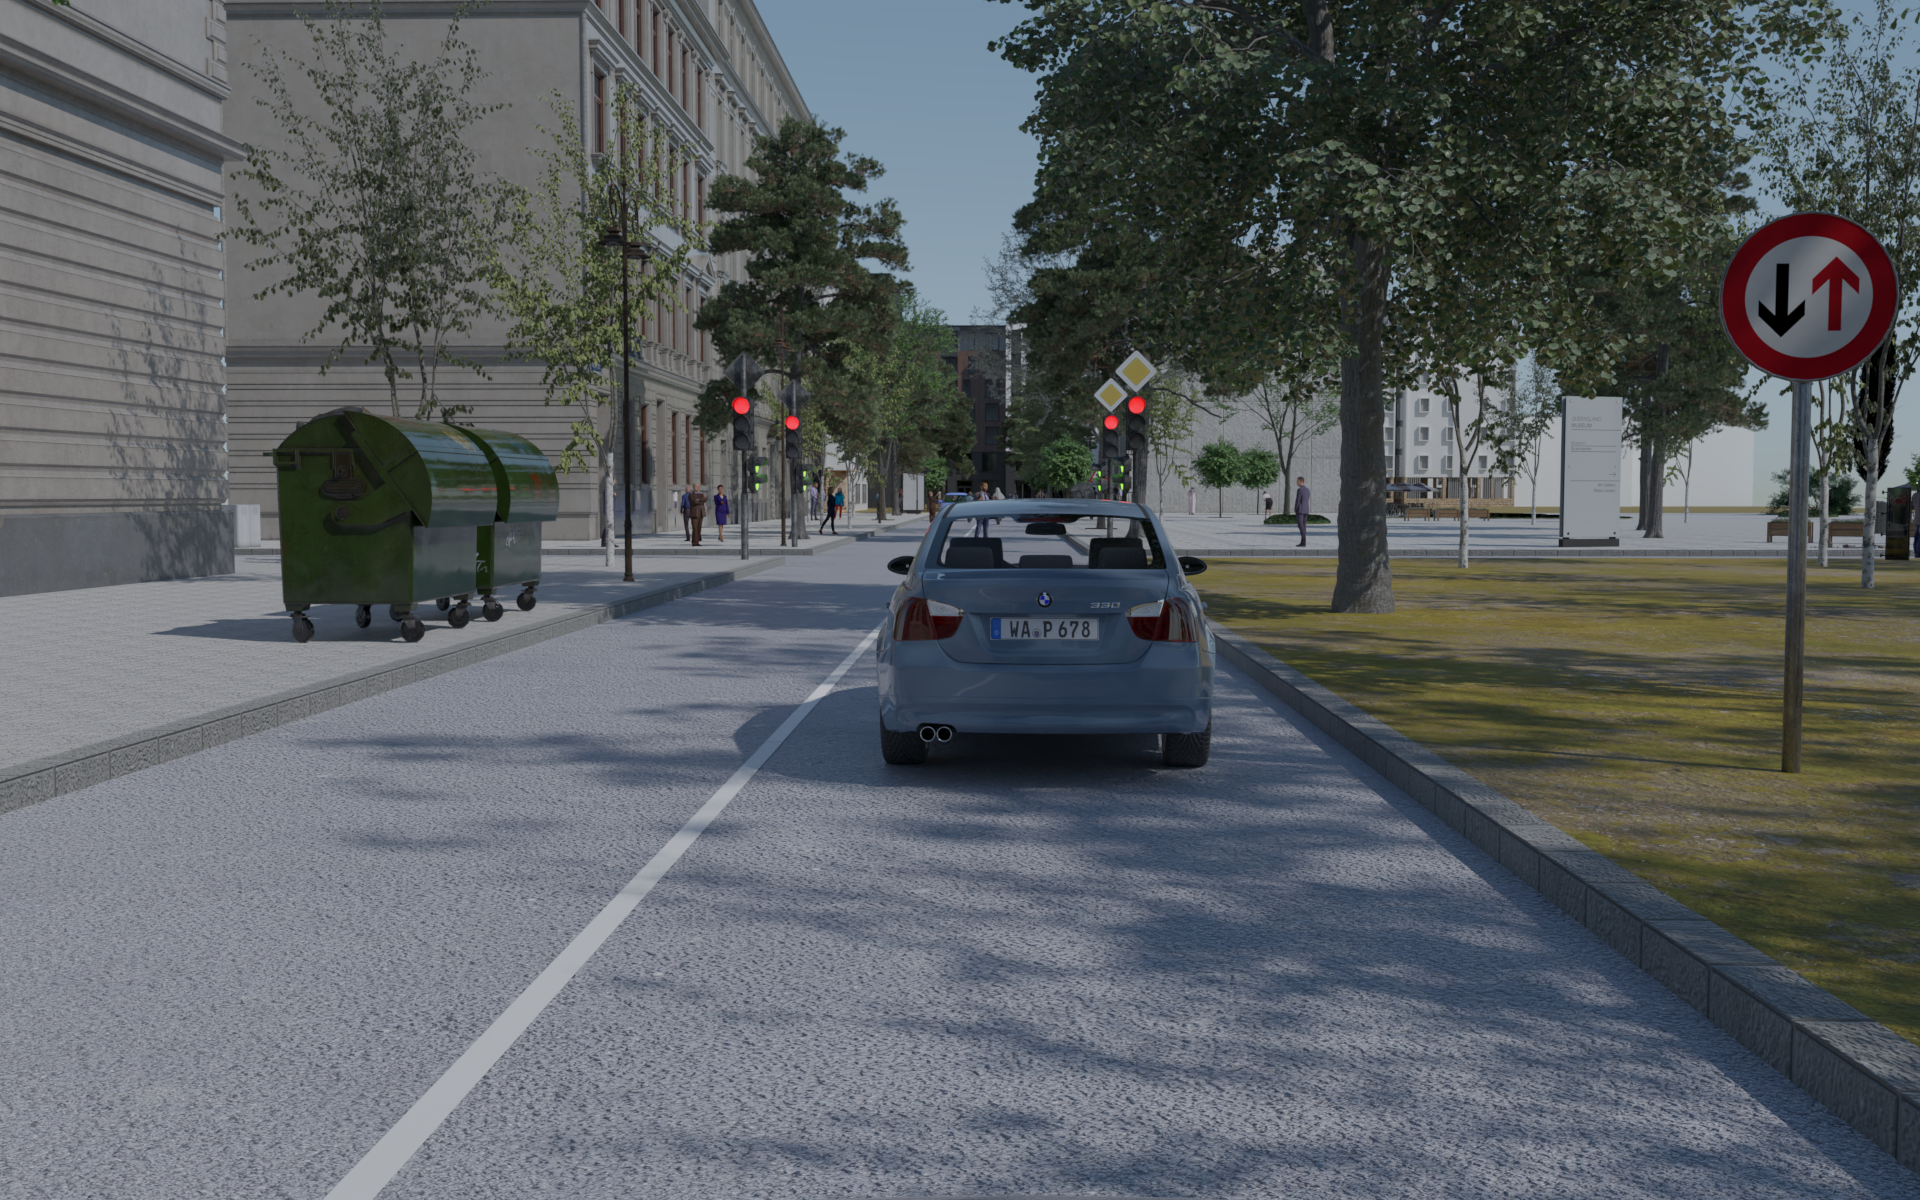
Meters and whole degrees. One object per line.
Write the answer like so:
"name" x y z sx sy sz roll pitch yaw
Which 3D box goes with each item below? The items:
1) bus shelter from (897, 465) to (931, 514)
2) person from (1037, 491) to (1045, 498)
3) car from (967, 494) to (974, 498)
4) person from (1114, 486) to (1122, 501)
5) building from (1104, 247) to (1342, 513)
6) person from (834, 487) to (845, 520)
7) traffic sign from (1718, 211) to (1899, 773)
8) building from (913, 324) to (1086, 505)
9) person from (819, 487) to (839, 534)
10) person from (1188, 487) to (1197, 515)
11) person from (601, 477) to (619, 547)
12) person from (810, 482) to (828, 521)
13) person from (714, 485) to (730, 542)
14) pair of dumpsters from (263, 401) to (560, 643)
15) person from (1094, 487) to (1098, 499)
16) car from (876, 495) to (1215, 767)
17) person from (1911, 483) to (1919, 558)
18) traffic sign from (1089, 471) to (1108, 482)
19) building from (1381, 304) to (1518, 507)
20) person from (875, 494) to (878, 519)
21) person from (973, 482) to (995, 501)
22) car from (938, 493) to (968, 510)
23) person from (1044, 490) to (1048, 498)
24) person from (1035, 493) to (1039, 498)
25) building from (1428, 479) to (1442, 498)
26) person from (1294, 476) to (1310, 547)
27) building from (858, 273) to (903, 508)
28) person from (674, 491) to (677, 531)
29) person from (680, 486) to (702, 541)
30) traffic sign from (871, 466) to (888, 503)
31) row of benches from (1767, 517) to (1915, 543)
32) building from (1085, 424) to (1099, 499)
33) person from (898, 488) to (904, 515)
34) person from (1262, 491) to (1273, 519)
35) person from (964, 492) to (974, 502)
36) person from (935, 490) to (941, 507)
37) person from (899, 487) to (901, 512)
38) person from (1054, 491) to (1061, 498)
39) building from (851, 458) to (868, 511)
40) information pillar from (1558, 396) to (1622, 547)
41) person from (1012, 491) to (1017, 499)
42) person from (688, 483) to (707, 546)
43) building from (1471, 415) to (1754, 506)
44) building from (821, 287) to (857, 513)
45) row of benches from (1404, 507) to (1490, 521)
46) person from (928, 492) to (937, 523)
"bus shelter" -2.993 -7.386 114.678 2.014 3.302 5.546 0 4 2
"person" 7.677 -9.614 163.783 0.990 1.755 0.434 -2 4 -23
"car" 0.644 -8.157 145.170 2.131 1.459 4.920 0 4 2
"person" 10.716 -6.840 117.743 0.599 1.838 0.709 0 4 2
"building" 20.114 -16.275 132.547 16.747 18.905 31.486 0 4 1
"person" -6.013 -4.773 85.778 0.593 1.614 0.444 2 4 27
"traffic sign" 3.835 -0.478 7.915 0.768 2.556 0.104 1 4 8
"building" 3.611 -22.991 219.879 32.646 21.610 27.936 0 4 1
"person" -4.166 -2.838 54.993 0.613 1.512 0.480 -1 4 -22
"person" 14.334 -6.126 106.876 0.551 1.740 0.621 0 4 4
"person" -8.436 -2.125 41.708 0.530 1.710 0.541 0 4 4
"person" -6.884 -4.732 83.276 0.599 1.838 0.709 1 4 23
"person" -6.350 -2.327 46.457 0.546 1.535 0.453 3 5 39
"pair of dumpsters" -5.208 -0.880 16.889 1.574 2.255 4.436 0 4 2
"person" 9.984 -7.539 129.304 1.348 1.824 0.705 -3 5 -40
"car" 0.518 0.096 10.428 2.014 1.417 4.499 0 4 3
"person" 19.736 -1.596 35.412 0.431 1.722 0.655 0 4 6
"traffic sign" 6.069 -4.632 75.731 0.884 2.594 0.081 0 4 5
"building" 49.616 -19.704 178.574 11.380 20.091 16.016 0 4 1
"person" -4.107 -4.907 88.487 0.499 1.552 0.429 0 4 4
"person" 0.600 -2.014 42.256 0.655 1.722 0.431 -3 4 -38
"car" -0.193 -5.076 92.586 1.945 1.707 3.694 0 4 2
"person" 9.131 -10.793 183.184 0.551 1.740 0.621 2 4 35
"person" 7.916 -10.235 176.579 0.628 1.438 0.799 3 4 36
"building" 65.893 -16.296 208.588 28.070 9.664 9.099 0 4 1
"person" 8.349 -2.161 42.293 0.541 1.710 0.530 -3 4 -37
"building" -22.451 -20.221 174.591 32.646 21.610 27.936 0 4 1
"person" -9.996 -3.234 59.862 0.436 1.711 0.756 1 4 11
"person" -7.305 -2.343 47.050 0.574 1.496 0.600 0 4 -8
"traffic sign" -3.606 -4.726 77.381 0.768 2.556 0.104 0 4 4
"row of benches" 23.065 -1.807 45.004 4.104 0.672 1.422 2 4 31
"building" 16.781 -13.486 162.648 9.099 9.664 28.070 0 4 1
"person" -3.610 -5.979 105.272 0.415 1.643 0.593 0 4 6
"person" 15.647 -4.833 88.249 0.628 1.438 0.799 -3 5 -45
"person" 0.445 -4.584 85.652 0.429 1.552 0.499 -3 5 -42
"person" -2.092 -10.182 172.527 0.705 1.824 1.348 2 4 31
"person" -4.323 -7.343 126.083 0.705 1.826 1.348 0 4 8
"person" 10.636 -11.245 190.035 0.705 1.807 1.348 -2 4 -25
"building" -12.071 -12.316 143.508 9.099 9.664 28.070 0 4 1
"information pillar" 15.259 -3.094 41.904 1.656 3.620 0.184 -1 4 -19
"person" 5.061 -9.203 159.639 0.621 1.740 0.551 -2 4 -28
"person" -6.422 -2.091 42.494 0.482 1.546 0.388 -3 4 -37
"building" 69.476 -14.726 182.912 28.070 9.664 9.099 0 4 1
"building" -15.558 -16.332 123.452 16.016 20.091 11.380 0 4 1
"row of benches" 23.108 -4.104 82.555 4.104 0.672 1.422 0 4 -2
"person" -1.391 -4.598 85.941 0.388 1.546 0.482 -3 4 -37
